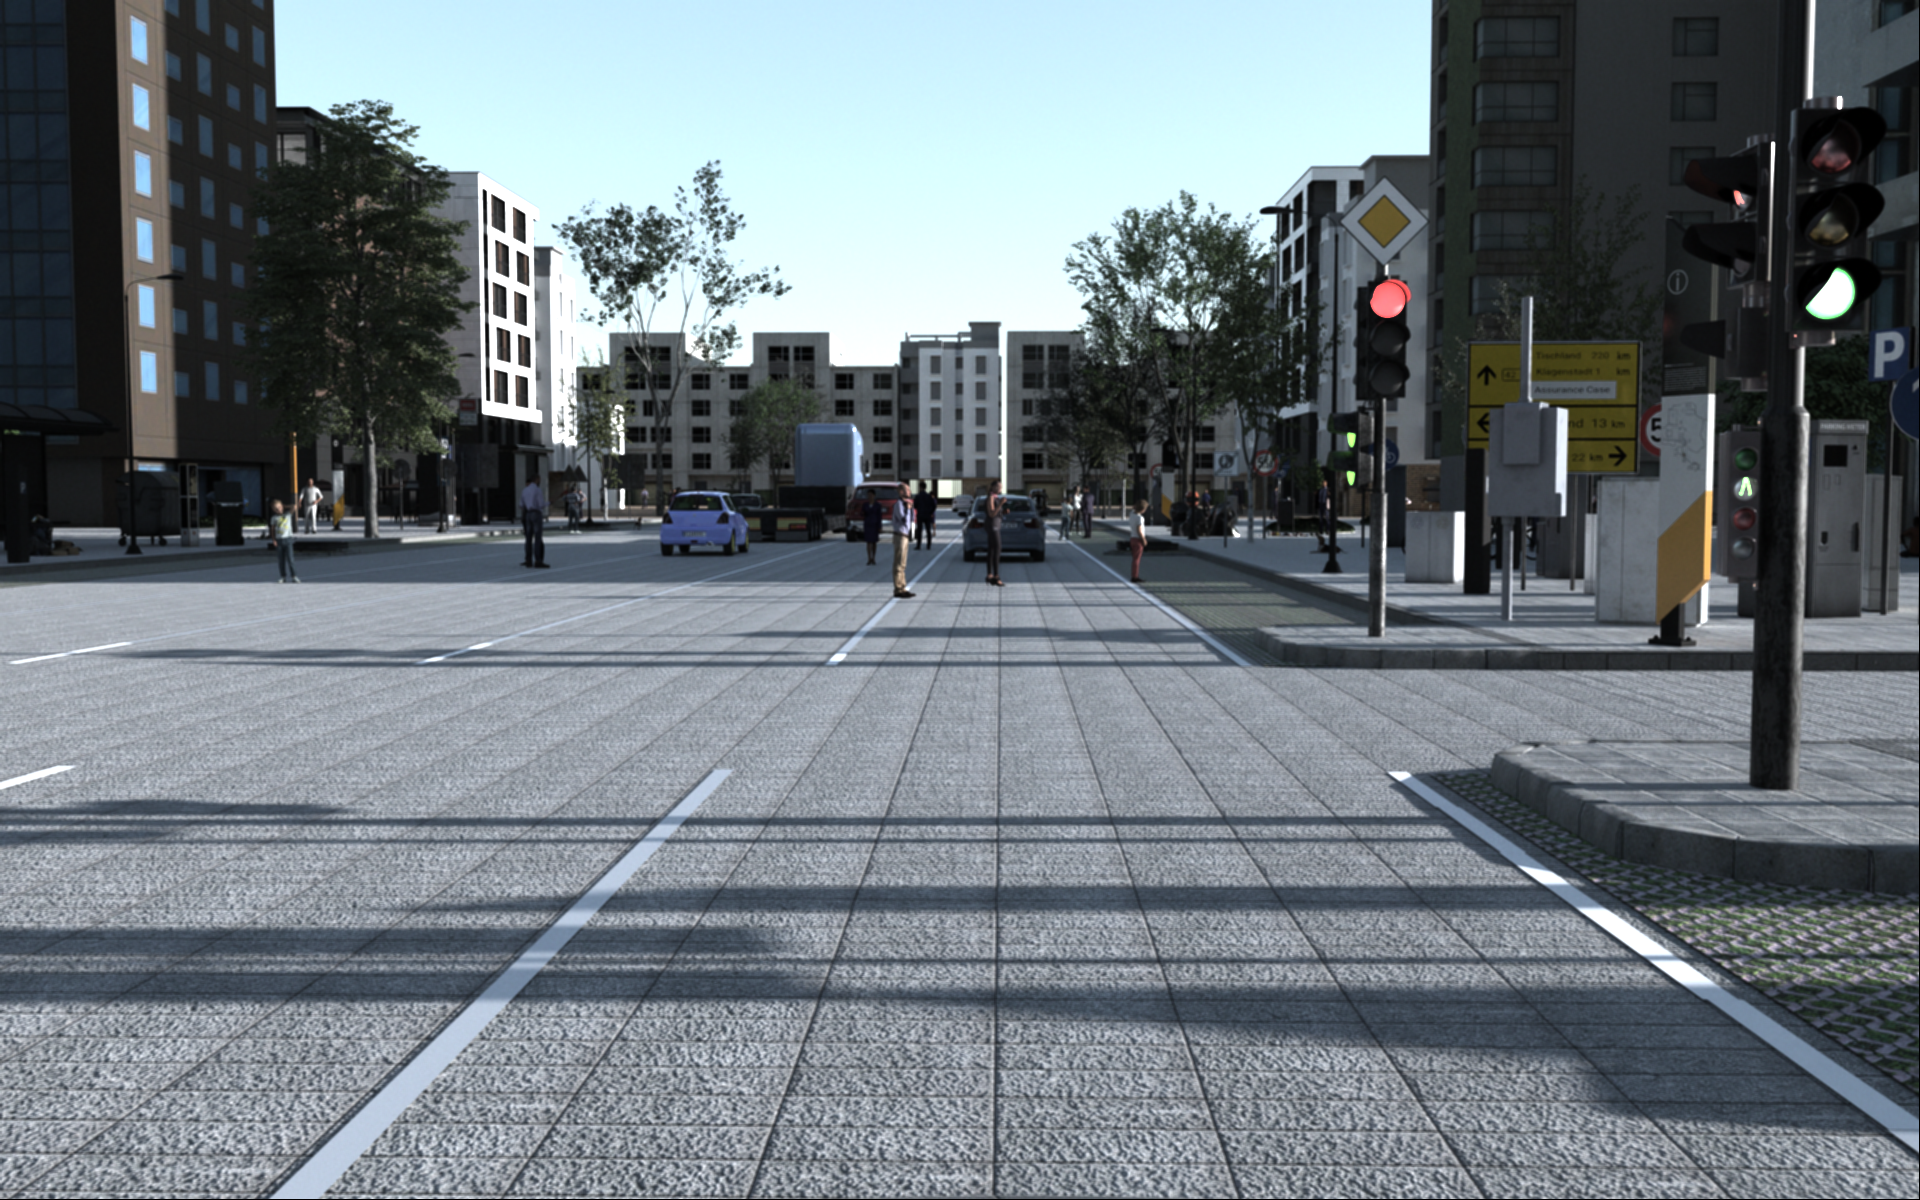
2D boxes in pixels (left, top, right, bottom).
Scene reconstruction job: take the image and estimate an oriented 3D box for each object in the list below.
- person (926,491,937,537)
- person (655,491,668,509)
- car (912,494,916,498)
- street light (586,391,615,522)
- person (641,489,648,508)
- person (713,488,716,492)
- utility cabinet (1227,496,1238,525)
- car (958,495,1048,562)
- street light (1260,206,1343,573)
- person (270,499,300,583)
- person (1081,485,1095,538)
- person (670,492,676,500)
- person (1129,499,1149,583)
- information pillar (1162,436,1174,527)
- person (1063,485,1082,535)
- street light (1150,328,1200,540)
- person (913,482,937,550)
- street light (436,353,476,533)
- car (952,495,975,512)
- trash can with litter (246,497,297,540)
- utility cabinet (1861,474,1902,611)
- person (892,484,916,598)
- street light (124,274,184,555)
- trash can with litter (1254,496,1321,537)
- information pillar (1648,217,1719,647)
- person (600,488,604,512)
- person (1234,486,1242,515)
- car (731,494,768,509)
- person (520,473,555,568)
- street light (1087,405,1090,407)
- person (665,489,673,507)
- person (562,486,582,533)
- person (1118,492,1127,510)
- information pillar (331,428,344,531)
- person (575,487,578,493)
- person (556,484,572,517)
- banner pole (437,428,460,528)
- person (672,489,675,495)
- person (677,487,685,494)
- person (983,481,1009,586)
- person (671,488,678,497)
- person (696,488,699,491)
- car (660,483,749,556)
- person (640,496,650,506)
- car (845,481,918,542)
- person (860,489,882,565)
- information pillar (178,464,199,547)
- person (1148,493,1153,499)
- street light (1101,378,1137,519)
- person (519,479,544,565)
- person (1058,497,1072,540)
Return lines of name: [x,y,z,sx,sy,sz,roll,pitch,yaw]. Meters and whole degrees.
person: [-1.051,-2.901,58.307,0.453,1.535,0.546,3,4,38]
person: [-25.790,-8.803,150.109,1.348,1.807,0.705,0,4,7]
car: [-3.251,-6.780,122.651,2.131,1.459,4.920,0,4,1]
street light: [-16.156,-6.442,77.861,1.470,5.913,1.316,0,4,1]
person: [-28.106,-9.049,153.865,0.709,1.838,0.599,2,4,24]
person: [-18.847,-7.697,132.600,0.721,1.736,1.217,0,4,-6]
utility cabinet: [11.474,-3.777,72.920,0.306,1.237,1.020,1,4,20]
car: [0.949,-1.592,38.035,2.014,1.417,4.499,0,4,1]
street light: [5.534,-3.398,28.105,1.470,5.913,1.316,0,4,1]
person: [-10.911,-0.954,28.004,0.435,1.345,0.340,-1,4,-19]
person: [4.121,-2.846,55.950,0.541,1.710,0.530,-2,4,-25]
person: [-23.011,-7.930,138.913,0.599,1.433,0.991,1,4,21]
person: [2.885,-0.956,28.038,0.340,1.345,0.435,-2,4,-34]
information pillar: [8.075,-4.634,67.117,0.504,3.616,0.183,0,4,-1]
person: [4.029,-3.133,60.444,0.841,1.734,0.376,-1,4,-18]
street light: [6.013,-4.645,48.494,1.470,5.913,1.316,0,4,1]
person: [-0.957,-2.168,44.659,0.576,1.737,0.504,-2,4,-32]
street light: [-16.646,-5.179,57.223,1.470,5.913,1.316,0,4,1]
car: [0.390,-7.766,139.342,2.083,1.381,4.827,0,4,3]
trash can with litter: [-19.794,-2.340,49.316,1.678,1.210,2.233,-1,4,-9]
utility cabinet: [10.168,-0.648,19.270,0.318,1.500,1.173,1,4,16]
person: [-0.775,-0.823,24.016,0.319,1.574,0.516,1,4,15]
street light: [-17.069,-3.925,36.715,1.470,5.913,1.316,0,4,1]
trash can with litter: [10.218,-2.541,52.606,2.233,1.210,1.678,2,4,33]
information pillar: [6.094,-1.418,14.546,0.183,3.616,0.504,-2,4,-28]
person: [-26.030,-7.314,126.408,0.721,1.735,1.217,-1,4,-20]
person: [17.317,-6.203,107.917,0.683,1.767,0.568,3,5,42]
car: [-8.610,-3.636,69.240,2.009,1.686,4.222,0,4,0]
person: [-8.191,-1.551,33.733,0.709,1.838,0.599,2,4,35]
street light: [6.952,-7.175,89.857,1.470,5.913,1.316,0,4,1]
person: [-24.597,-8.528,146.283,0.742,1.727,0.445,0,4,-4]
person: [-14.146,-3.309,63.329,0.841,1.734,0.376,2,4,35]
person: [12.868,-7.817,137.080,0.697,1.427,0.421,-1,4,-9]
information pillar: [-21.897,-4.255,60.917,0.183,3.616,0.504,2,4,24]
person: [-24.883,-6.404,111.545,0.742,1.727,0.445,-1,4,-13]
person: [-22.048,-5.585,97.295,1.348,1.831,0.705,1,4,18]
banner pole: [-19.492,-4.641,65.897,0.863,3.779,0.401,-2,4,-35]
person: [-25.629,-9.077,155.364,0.541,1.710,0.530,0,4,-4]
person: [-17.291,-6.167,107.680,0.742,1.727,0.445,2,4,26]
person: [0.594,-1.049,27.122,0.415,1.643,0.593,-3,4,-38]
person: [-24.160,-8.660,147.652,0.705,1.822,1.348,3,4,36]
person: [-20.834,-8.013,137.857,0.445,1.727,0.742,-1,4,-22]
car: [-6.068,-1.949,41.465,1.945,1.707,3.694,0,4,0]
person: [-30.330,-9.639,166.871,0.991,1.433,0.599,1,4,11]
car: [-2.335,-2.733,53.352,2.281,1.827,5.304,0,4,2]
person: [-1.786,-1.472,34.944,0.453,1.535,0.546,-1,4,-11]
information pillar: [-18.701,-2.295,42.013,0.304,2.012,0.304,2,4,25]
person: [14.387,-7.356,126.990,1.217,1.739,0.721,2,4,24]
street light: [6.485,-5.922,69.360,1.470,5.913,1.316,0,4,1]
person: [-8.647,-1.566,34.811,0.576,1.737,0.504,1,4,20]
person: [3.247,-2.509,53.433,0.435,1.345,0.340,0,4,1]
